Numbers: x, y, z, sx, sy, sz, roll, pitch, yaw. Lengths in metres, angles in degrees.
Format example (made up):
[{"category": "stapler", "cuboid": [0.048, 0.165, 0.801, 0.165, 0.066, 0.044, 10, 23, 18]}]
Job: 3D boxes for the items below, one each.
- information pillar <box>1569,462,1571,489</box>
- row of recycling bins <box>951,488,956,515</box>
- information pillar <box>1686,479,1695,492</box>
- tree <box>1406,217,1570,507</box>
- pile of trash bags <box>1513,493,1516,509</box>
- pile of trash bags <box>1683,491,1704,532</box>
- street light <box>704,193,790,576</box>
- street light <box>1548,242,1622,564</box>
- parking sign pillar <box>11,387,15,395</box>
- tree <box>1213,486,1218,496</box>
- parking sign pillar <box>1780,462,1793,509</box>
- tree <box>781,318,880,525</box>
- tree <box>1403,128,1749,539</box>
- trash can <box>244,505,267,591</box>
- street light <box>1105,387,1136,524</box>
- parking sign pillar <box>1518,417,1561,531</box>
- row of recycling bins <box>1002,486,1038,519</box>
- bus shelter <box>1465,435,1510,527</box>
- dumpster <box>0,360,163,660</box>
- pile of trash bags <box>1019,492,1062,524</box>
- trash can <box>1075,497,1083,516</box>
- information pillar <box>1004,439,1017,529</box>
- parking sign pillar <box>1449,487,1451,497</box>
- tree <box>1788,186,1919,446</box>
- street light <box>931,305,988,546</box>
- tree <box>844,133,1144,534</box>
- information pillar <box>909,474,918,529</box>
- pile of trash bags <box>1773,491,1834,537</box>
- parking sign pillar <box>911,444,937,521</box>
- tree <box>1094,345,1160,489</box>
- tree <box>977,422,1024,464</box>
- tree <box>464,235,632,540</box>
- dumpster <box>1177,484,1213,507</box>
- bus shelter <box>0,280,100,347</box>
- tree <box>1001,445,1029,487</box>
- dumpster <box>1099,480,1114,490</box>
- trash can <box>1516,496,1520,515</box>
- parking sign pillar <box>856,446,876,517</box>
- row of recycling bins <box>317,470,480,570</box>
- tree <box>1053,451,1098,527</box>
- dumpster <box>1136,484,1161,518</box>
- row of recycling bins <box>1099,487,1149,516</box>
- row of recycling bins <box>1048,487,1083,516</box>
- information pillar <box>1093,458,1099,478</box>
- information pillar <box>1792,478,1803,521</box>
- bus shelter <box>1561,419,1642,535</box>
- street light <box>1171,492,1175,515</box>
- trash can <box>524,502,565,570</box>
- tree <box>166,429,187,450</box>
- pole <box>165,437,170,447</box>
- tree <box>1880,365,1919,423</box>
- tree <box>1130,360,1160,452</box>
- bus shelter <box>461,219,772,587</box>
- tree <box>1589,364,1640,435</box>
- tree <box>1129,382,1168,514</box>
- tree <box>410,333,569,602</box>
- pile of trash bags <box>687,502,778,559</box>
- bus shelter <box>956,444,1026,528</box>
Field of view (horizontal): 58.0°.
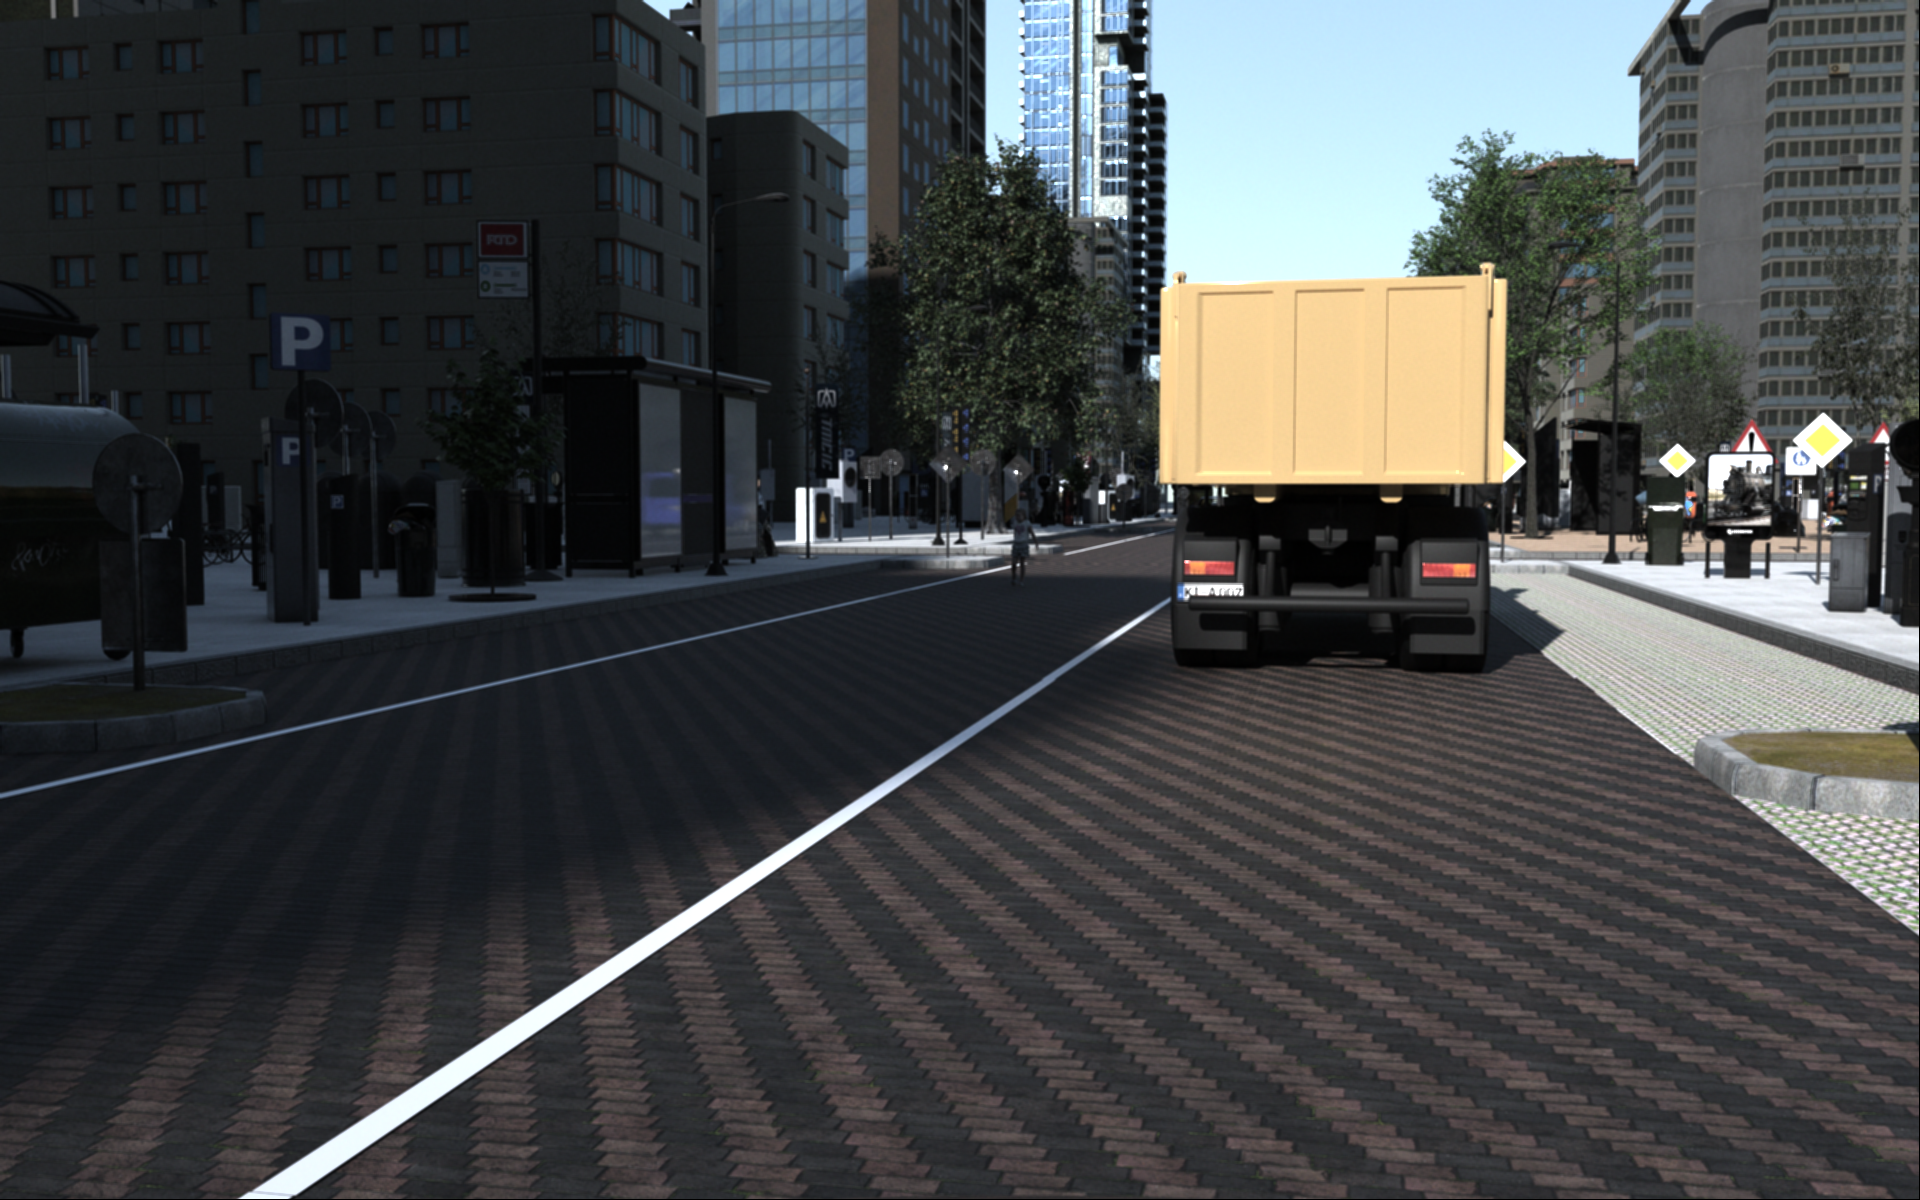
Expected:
[{"category": "information pillar", "cuboid": [37.076, -6.926, 104.598, 0.504, 3.616, 0.183, 2, 4, 23]}, {"category": "row of recycling bins", "cuboid": [1.101, -6.037, 105.818, 3.534, 1.692, 1.069, -1, 4, -22]}, {"category": "information pillar", "cuboid": [36.319, -4.994, 86.150, 0.304, 2.012, 0.304, 0, 4, 6]}, {"category": "tree", "cuboid": [23.092, -10.621, 80.305, 9.857, 13.997, 8.962, 0, 3, 0]}, {"category": "pile of trash bags", "cuboid": [27.629, -4.951, 90.707, 3.447, 1.369, 1.912, -1, 4, -22]}, {"category": "pile of trash bags", "cuboid": [25.350, -3.096, 60.377, 1.912, 1.369, 3.447, 1, 4, 17]}, {"category": "street light", "cuboid": [-3.315, -3.332, 27.015, 1.470, 5.913, 1.316, 1, 4, 12]}, {"category": "street light", "cuboid": [11.506, -3.632, 31.922, 1.470, 5.913, 1.316, 1, 4, 12]}, {"category": "parking sign pillar", "cuboid": [-20.683, -3.000, 37.521, 1.447, 3.967, 1.447, 3, 5, 43]}, {"category": "tree", "cuboid": [23.778, -14.716, 157.618, 9.611, 12.733, 9.660, 0, 3, 0]}, {"category": "parking sign pillar", "cuboid": [50.671, -7.200, 106.186, 1.447, 3.967, 1.447, 1, 4, 12]}, {"category": "tree", "cuboid": [-5.088, -7.419, 71.661, 4.360, 8.622, 3.978, 0, 3, 0]}, {"category": "tree", "cuboid": [16.361, -7.579, 49.677, 9.928, 11.665, 9.643, 0, 3, 0]}, {"category": "trash can", "cuboid": [-9.151, -0.704, 23.161, 0.748, 1.137, 0.748, 0, 3, 0]}, {"category": "street light", "cuboid": [6.899, -6.270, 75.060, 1.470, 5.913, 1.316, 1, 4, 12]}, {"category": "parking sign pillar", "cuboid": [20.597, -4.465, 61.481, 1.447, 3.967, 1.447, -3, 5, -39]}, {"category": "row of recycling bins", "cuboid": [1.834, -4.709, 84.105, 3.534, 1.692, 1.069, 0, 4, -4]}, {"category": "bus shelter", "cuboid": [20.314, -4.664, 67.543, 1.731, 3.624, 6.357, 1, 4, 12]}, {"category": "dumpster", "cuboid": [-7.069, -0.620, 12.628, 1.502, 2.255, 1.985, 1, 4, 12]}, {"category": "pile of trash bags", "cuboid": [3.201, -3.961, 74.507, 1.912, 1.369, 3.447, 2, 4, 24]}, {"category": "trash can", "cuboid": [7.056, -5.498, 101.538, 0.748, 1.137, 0.748, 0, 3, 0]}, {"category": "information pillar", "cuboid": [1.864, -4.452, 64.149, 0.504, 3.616, 0.183, 1, 4, 11]}, {"category": "parking sign pillar", "cuboid": [29.676, -7.139, 105.197, 1.447, 3.967, 1.447, 0, 4, -2]}, {"category": "tree", "cuboid": [21.835, -5.568, 41.406, 4.360, 8.622, 3.978, 0, 3, 0]}, {"category": "street light", "cuboid": [-0.009, -4.304, 42.907, 1.470, 5.913, 1.316, 1, 4, 12]}, {"category": "tree", "cuboid": [1.094, -8.477, 55.599, 9.611, 12.733, 9.660, 0, 3, 0]}, {"category": "information pillar", "cuboid": [-1.724, -3.629, 63.818, 0.304, 2.012, 0.304, 0, 4, 5]}, {"category": "pile of trash bags", "cuboid": [24.972, -2.605, 52.349, 3.447, 1.369, 1.912, 1, 4, 10]}, {"category": "parking sign pillar", "cuboid": [-1.747, -5.839, 83.938, 1.447, 3.967, 1.447, 0, 4, -2]}, {"category": "tree", "cuboid": [8.003, -8.227, 84.880, 4.360, 8.622, 3.978, 0, 3, 0]}, {"category": "tree", "cuboid": [1.232, -8.476, 88.939, 4.360, 8.622, 3.978, 0, 3, 0]}, {"category": "tree", "cuboid": [-11.354, -6.011, 48.647, 4.360, 8.622, 3.978, 0, 3, 0]}, {"category": "dumpster", "cuboid": [12.944, -5.530, 95.365, 1.985, 2.255, 1.502, 1, 4, 10]}, {"category": "bus shelter", "cuboid": [-9.730, -1.229, 14.017, 2.014, 3.302, 5.546, 1, 4, 12]}, {"category": "tree", "cuboid": [2.341, -7.089, 99.622, 4.285, 4.588, 4.351, 0, 3, 0]}, {"category": "dumpster", "cuboid": [8.833, -6.422, 107.492, 1.502, 2.255, 1.985, 1, 4, 12]}, {"category": "trash can", "cuboid": [34.150, -5.728, 105.312, 0.748, 1.137, 0.748, 0, 3, 0]}, {"category": "parking sign pillar", "cuboid": [-5.422, -6.634, 96.943, 1.447, 3.967, 1.447, 1, 4, 12]}, {"category": "row of recycling bins", "cuboid": [-9.464, -1.377, 29.634, 3.534, 1.692, 1.069, 1, 4, 10]}, {"category": "tree", "cuboid": [4.574, -4.461, 67.531, 1.663, 3.219, 1.824, 0, 3, 0]}, {"category": "dumpster", "cuboid": [10.140, -5.356, 93.337, 1.264, 1.857, 1.865, 1, 4, 12]}, {"category": "row of recycling bins", "cuboid": [9.172, -5.705, 100.394, 3.534, 1.692, 1.069, 0, 4, 0]}, {"category": "row of recycling bins", "cuboid": [5.749, -5.916, 103.831, 3.534, 1.692, 1.069, 2, 4, 32]}, {"category": "information pillar", "cuboid": [8.809, -7.403, 112.401, 0.504, 3.616, 0.183, -2, 4, -35]}, {"category": "information pillar", "cuboid": [38.459, -4.590, 79.544, 0.304, 2.012, 0.304, -2, 4, -31]}, {"category": "bus shelter", "cuboid": [21.071, -4.024, 57.067, 1.731, 3.624, 6.357, 1, 4, 12]}, {"category": "street light", "cuboid": [13.816, -8.229, 107.084, 1.470, 5.913, 1.316, 1, 4, 12]}, {"category": "trash can", "cuboid": [-7.113, -1.096, 29.571, 0.748, 1.137, 0.748, 0, 3, 0]}, {"category": "tree", "cuboid": [-23.075, -3.446, 50.948, 1.663, 3.219, 1.824, 0, 3, 0]}, {"category": "pole", "cuboid": [-28.285, -4.169, 61.999, 0.158, 3.312, 0.155, 0, 3, 0]}, {"category": "tree", "cuboid": [53.138, -8.910, 96.043, 4.737, 8.622, 4.395, 0, 3, 0]}, {"category": "tree", "cuboid": [17.754, -13.410, 129.619, 12.009, 13.543, 11.850, 0, 3, 0]}, {"category": "bus shelter", "cuboid": [-5.455, -3.074, 27.899, 2.179, 5.291, 8.768, 1, 4, 12]}, {"category": "tree", "cuboid": [37.403, -8.965, 96.933, 4.360, 8.622, 3.978, 0, 3, 0]}, {"category": "tree", "cuboid": [12.968, -9.801, 110.614, 4.737, 8.622, 4.395, 0, 3, 0]}, {"category": "tree", "cuboid": [-5.543, -1.612, 20.952, 1.663, 3.219, 1.824, 0, 3, 0]}, {"category": "pile of trash bags", "cuboid": [-5.392, -1.577, 35.530, 3.447, 1.369, 1.912, 1, 4, 21]}, {"category": "bus shelter", "cuboid": [1.105, -4.516, 67.764, 2.014, 3.302, 5.546, 1, 4, 12]}]
